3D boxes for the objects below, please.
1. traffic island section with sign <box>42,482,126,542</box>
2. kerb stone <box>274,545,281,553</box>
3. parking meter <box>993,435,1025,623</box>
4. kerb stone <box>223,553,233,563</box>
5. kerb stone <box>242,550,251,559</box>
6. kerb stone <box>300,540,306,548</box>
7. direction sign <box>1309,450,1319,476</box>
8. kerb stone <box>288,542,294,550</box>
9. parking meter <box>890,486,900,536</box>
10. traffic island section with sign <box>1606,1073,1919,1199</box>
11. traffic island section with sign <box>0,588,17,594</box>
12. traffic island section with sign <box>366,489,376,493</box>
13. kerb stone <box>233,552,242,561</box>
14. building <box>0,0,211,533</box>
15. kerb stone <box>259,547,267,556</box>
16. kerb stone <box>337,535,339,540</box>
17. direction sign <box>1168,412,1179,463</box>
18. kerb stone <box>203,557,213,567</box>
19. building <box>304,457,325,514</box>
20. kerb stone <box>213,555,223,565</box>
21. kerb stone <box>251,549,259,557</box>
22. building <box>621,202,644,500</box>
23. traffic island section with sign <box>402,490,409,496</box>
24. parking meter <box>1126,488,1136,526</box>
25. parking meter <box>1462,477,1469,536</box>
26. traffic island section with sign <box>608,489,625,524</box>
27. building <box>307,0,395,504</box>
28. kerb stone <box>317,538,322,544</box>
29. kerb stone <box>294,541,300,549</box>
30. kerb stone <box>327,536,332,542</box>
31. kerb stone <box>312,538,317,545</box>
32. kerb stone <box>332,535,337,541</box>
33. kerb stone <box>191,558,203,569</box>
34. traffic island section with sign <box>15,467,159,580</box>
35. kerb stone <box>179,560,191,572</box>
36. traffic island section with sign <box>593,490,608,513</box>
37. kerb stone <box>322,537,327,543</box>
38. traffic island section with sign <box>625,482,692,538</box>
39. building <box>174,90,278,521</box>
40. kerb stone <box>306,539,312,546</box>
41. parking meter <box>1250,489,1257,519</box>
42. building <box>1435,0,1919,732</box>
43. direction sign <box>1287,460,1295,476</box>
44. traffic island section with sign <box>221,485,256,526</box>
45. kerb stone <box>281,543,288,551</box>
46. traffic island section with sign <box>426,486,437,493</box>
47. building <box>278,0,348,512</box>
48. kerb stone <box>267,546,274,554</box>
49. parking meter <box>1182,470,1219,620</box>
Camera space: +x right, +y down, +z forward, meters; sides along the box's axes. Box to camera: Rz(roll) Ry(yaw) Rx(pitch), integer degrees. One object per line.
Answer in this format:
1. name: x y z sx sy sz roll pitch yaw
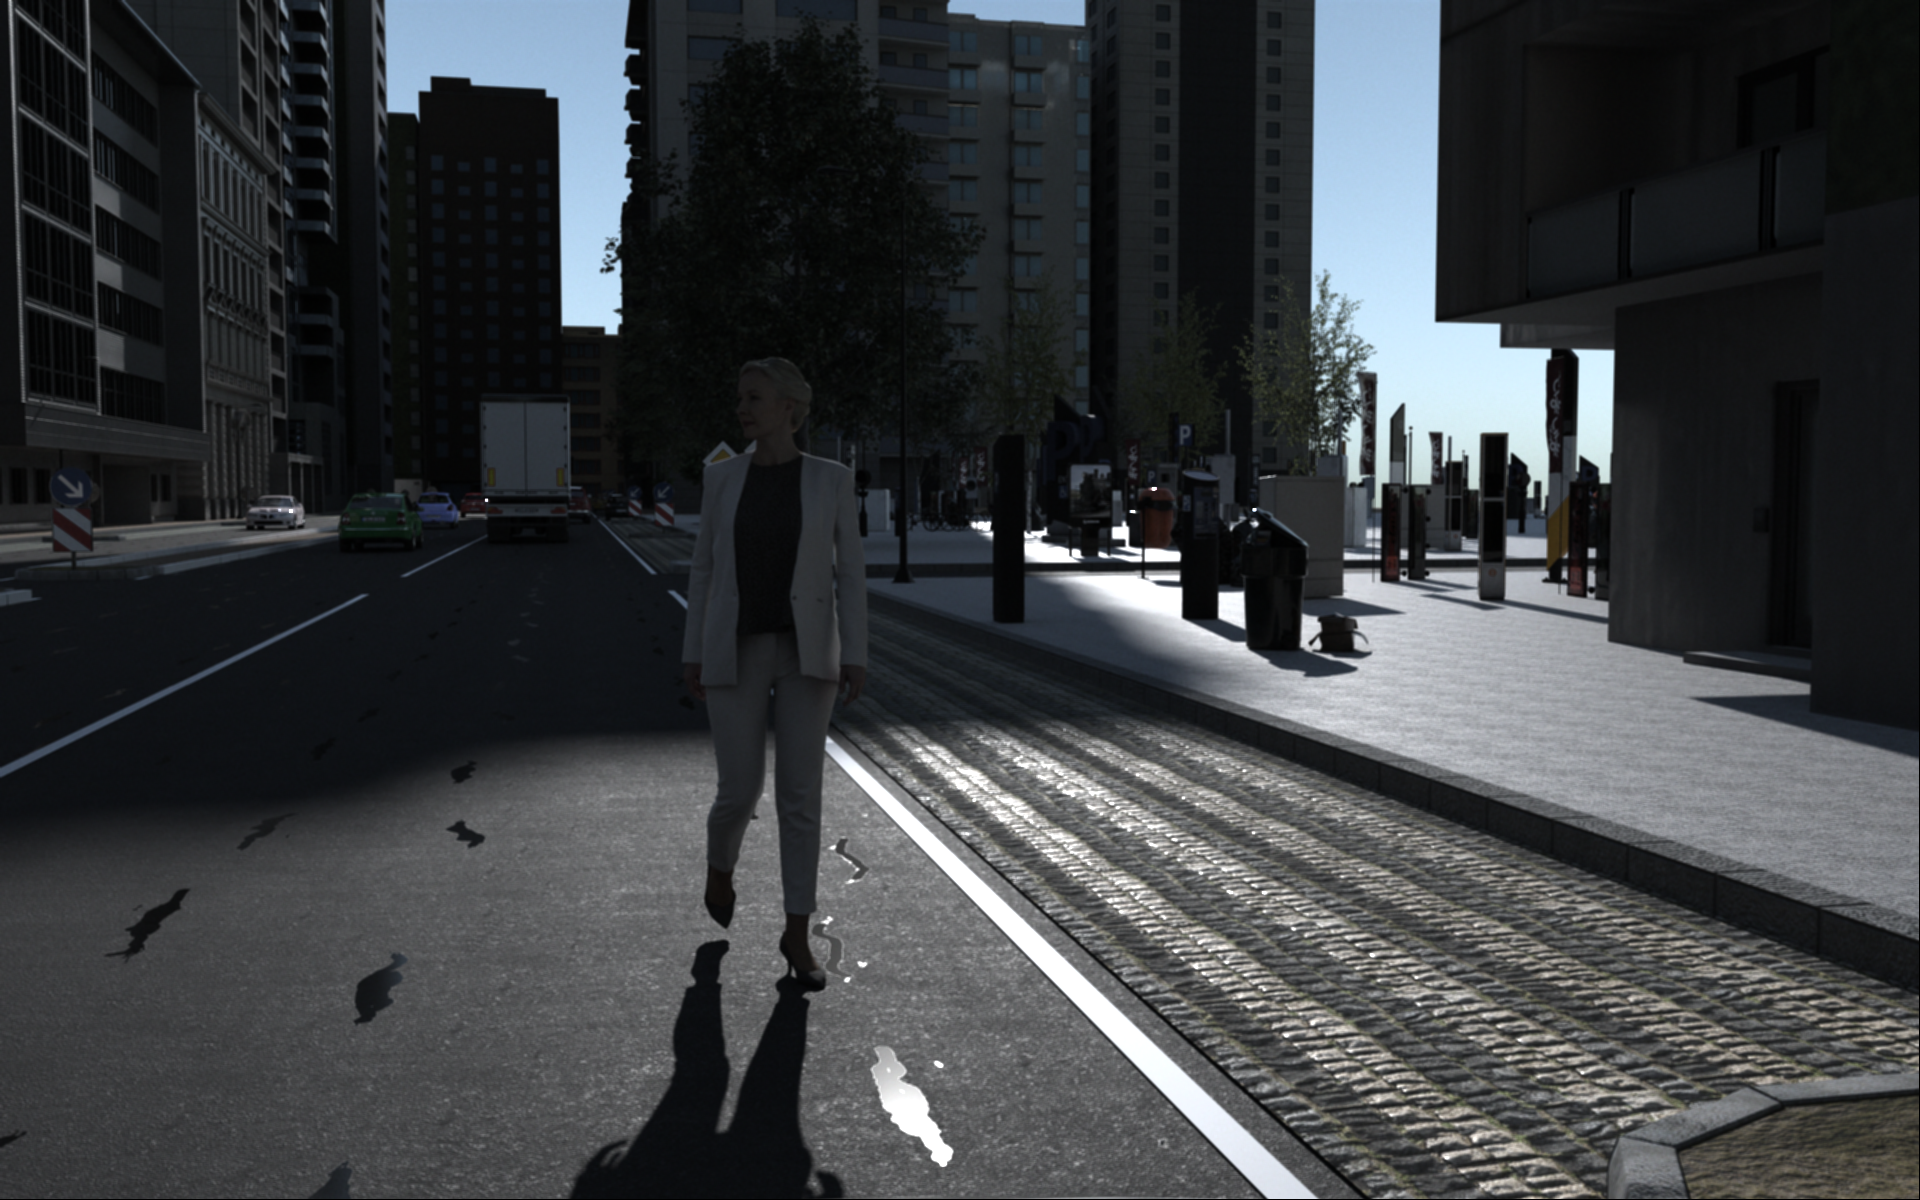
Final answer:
1. traffic island section with sign: -26.663 -2.704 52.846 1.989 1.847 2.006 -1 4 -13
2. kerb stone: -16.805 -1.229 42.325 0.120 0.150 1.000 -1 4 -13
3. parking meter: 0.487 -0.711 17.342 0.255 1.863 0.399 -1 4 -11
4. kerb stone: -15.451 -0.862 36.300 0.120 0.150 1.000 -1 4 -13
5. kerb stone: -15.904 -0.983 38.313 0.120 0.150 1.000 -1 4 -13
6. kerb stone: -17.699 -1.476 46.326 0.120 0.150 1.000 -1 4 -13
7. direction sign: 18.232 -5.891 88.319 0.876 3.537 0.379 2 4 29
8. kerb stone: -17.253 -1.353 44.320 0.120 0.150 1.000 -1 4 -13
9. parking meter: -1.793 -2.698 52.516 0.372 1.533 0.369 0 3 0
10. traffic island section with sign: 2.226 0.357 2.798 1.989 1.847 2.006 -1 4 -13
11. traffic island section with sign: -13.445 -0.878 22.487 2.006 1.907 1.989 -1 4 -13
12. traffic island section with sign: -43.507 -7.303 128.037 1.989 1.847 2.006 -1 4 -13
13. kerb stone: -15.688 -0.924 37.304 0.120 0.150 1.000 -1 4 -13
14. building: -38.984 -15.055 65.215 14.314 24.678 30.058 -1 4 -13
15. kerb stone: -16.351 -1.108 40.308 0.120 0.150 1.000 -1 4 -13
16. kerb stone: -19.267 -1.905 53.355 0.120 0.150 1.000 -1 4 -13
17. direction sign: 5.926 -3.432 48.106 0.379 3.537 0.876 -1 4 -9
18. kerb stone: -15.011 -0.736 34.303 0.120 0.150 1.000 -1 4 -13
19. building: -51.819 -40.964 108.011 20.563 71.187 20.611 -1 4 -13
20. kerb stone: -15.237 -0.799 35.300 0.120 0.150 1.000 -1 4 -13
21. kerb stone: -16.122 -1.047 39.311 0.120 0.150 1.000 -1 4 -13
22. building: -26.944 -24.645 174.642 14.160 30.474 14.107 -1 4 -13
23. traffic island section with sign: -49.385 -8.912 154.346 1.989 1.847 2.006 -1 4 -13
24. parking meter: 6.771 -3.685 68.655 0.372 1.533 0.369 0 3 0
25. parking meter: 15.281 -2.883 52.848 0.255 1.863 0.399 -3 4 -36
26. traffic island section with sign: -15.731 -4.552 83.057 1.989 1.847 2.006 -1 4 -13
27. building: -68.434 -37.899 161.650 28.212 58.520 21.231 -1 4 -13
28. kerb stone: -18.371 -1.660 49.342 0.120 0.150 1.000 -1 4 -13
29. kerb stone: -17.479 -1.415 45.328 0.120 0.150 1.000 -1 4 -13
30. kerb stone: -18.826 -1.776 51.356 0.120 0.150 1.000 -1 4 -13
31. kerb stone: -18.149 -1.599 48.341 0.120 0.150 1.000 -1 4 -13
32. kerb stone: -19.051 -1.845 52.353 0.120 0.150 1.000 -1 4 -13
33. kerb stone: -14.786 -0.680 33.306 0.120 0.150 1.000 -1 4 -13
34. traffic island section with sign: -15.053 -1.320 29.718 2.006 1.907 1.989 -1 4 -13
35. kerb stone: -14.559 -0.618 32.306 0.120 0.150 1.000 -1 4 -13
36. traffic island section with sign: -32.524 -9.139 158.052 1.989 1.847 2.006 -1 4 -13
37. kerb stone: -18.597 -1.722 50.348 0.120 0.150 1.000 -1 4 -13
38. traffic island section with sign: -9.848 -2.943 56.749 1.989 1.847 2.006 -1 4 -13
39. building: -42.856 -15.987 90.272 11.050 23.489 19.941 -1 4 -13
40. kerb stone: -17.925 -1.538 47.335 0.120 0.150 1.000 -1 4 -13
41. parking meter: 15.314 -5.011 90.346 0.372 1.533 0.369 0 3 0
42. building: 11.470 -20.092 12.093 14.154 41.232 14.086 -1 4 -13
43. direction sign: 21.956 -7.512 114.820 0.379 3.537 0.876 3 5 45
44. traffic island section with sign: -32.550 -4.313 79.153 1.989 1.847 2.006 -1 4 -13
45. kerb stone: -17.020 -1.292 43.325 0.120 0.150 1.000 -1 4 -13
46. traffic island section with sign: -31.478 -5.805 103.046 2.006 1.907 1.989 -1 4 -13
47. building: -59.307 -50.128 132.265 22.319 86.520 31.000 -1 4 -13
48. kerb stone: -16.578 -1.170 41.322 0.120 0.150 1.000 -1 4 -13
49. parking meter: 2.478 -0.576 17.832 0.372 1.533 0.369 0 3 0
